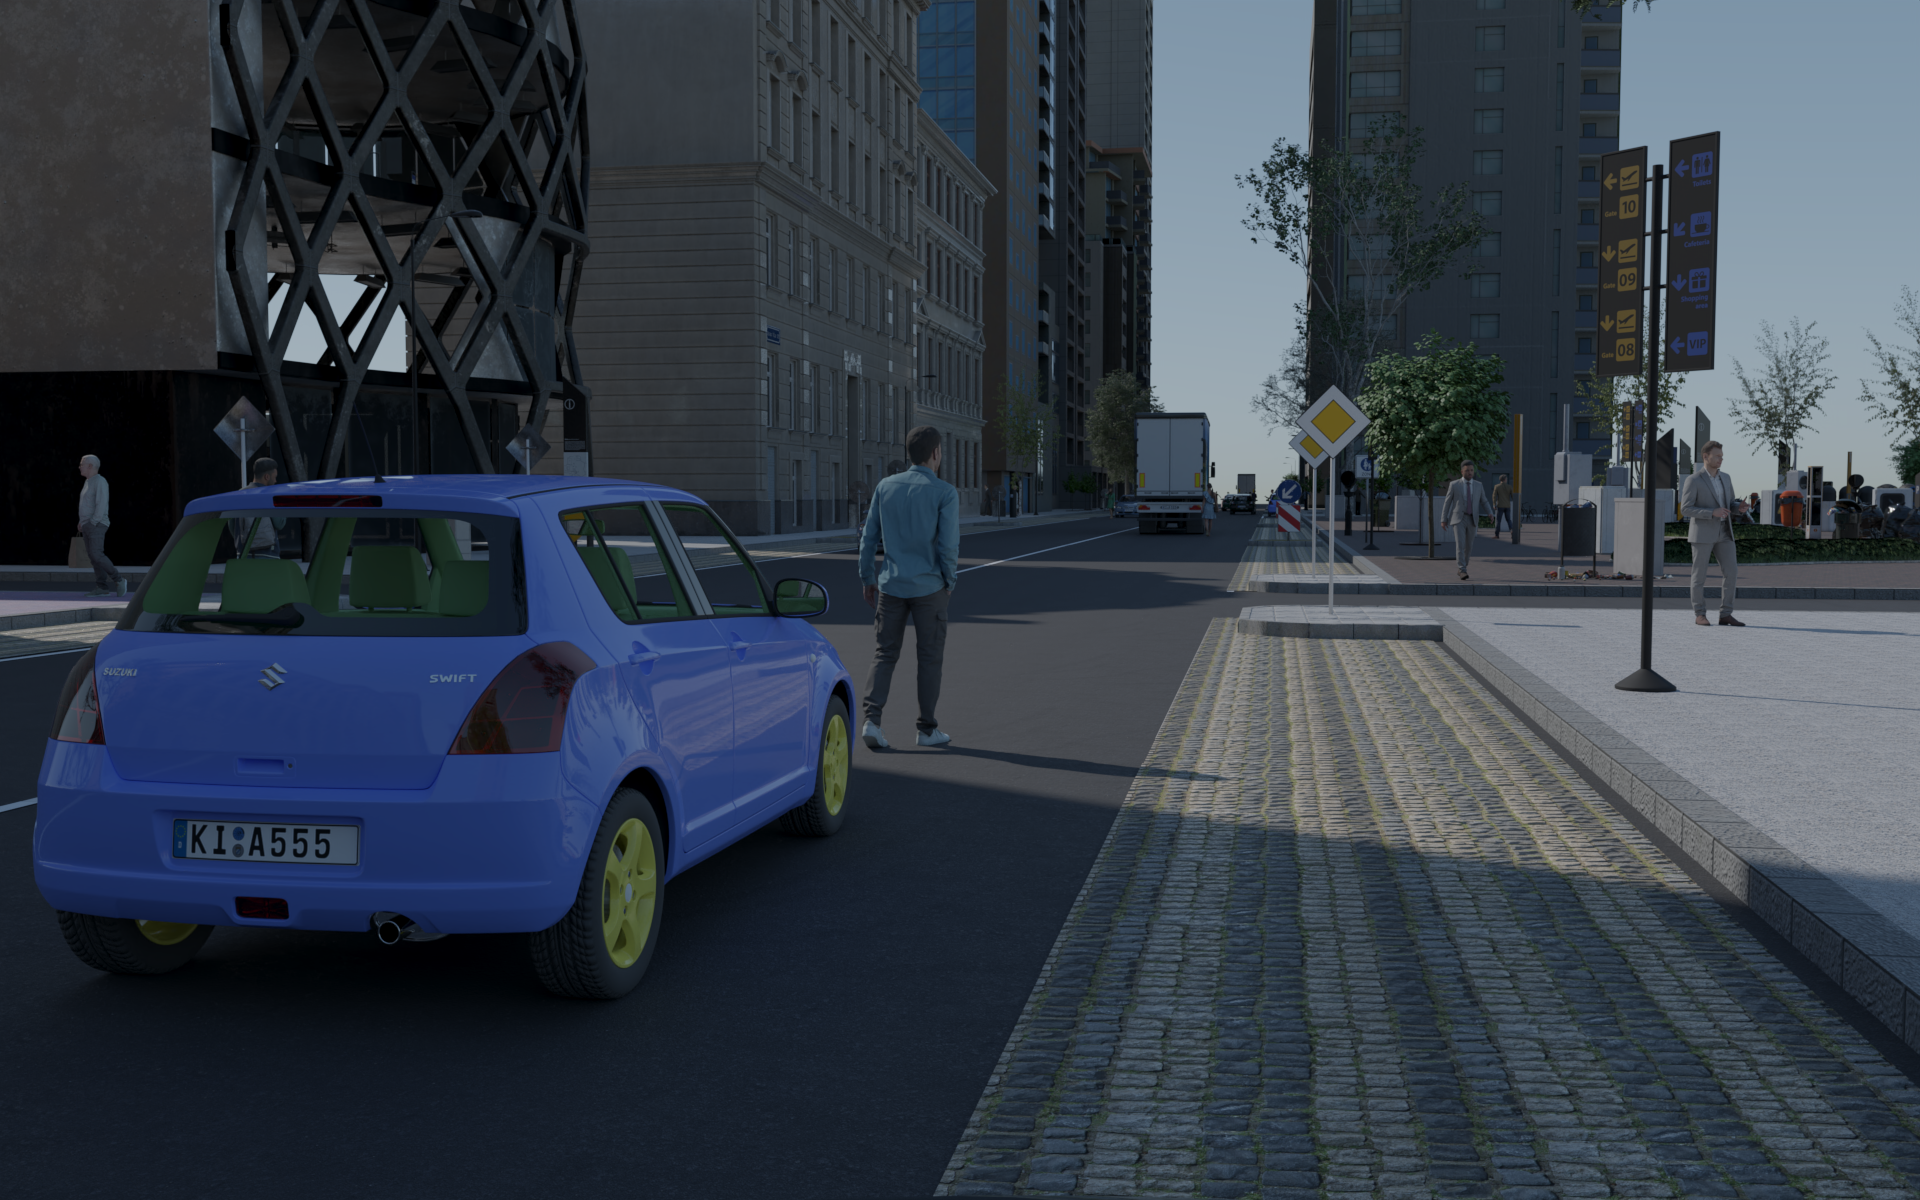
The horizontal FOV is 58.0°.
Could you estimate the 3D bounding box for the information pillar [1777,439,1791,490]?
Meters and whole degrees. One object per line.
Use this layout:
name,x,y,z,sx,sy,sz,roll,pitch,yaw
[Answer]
information pillar,34.875,-5.015,73.352,0.504,3.616,0.183,1,4,14

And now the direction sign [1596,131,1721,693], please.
direction sign,4.502,-1.179,11.268,0.379,3.537,0.876,-2,4,-31

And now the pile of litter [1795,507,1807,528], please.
pile of litter,31.805,-3.110,64.813,1.719,0.858,1.176,3,5,44

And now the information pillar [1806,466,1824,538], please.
information pillar,22.407,-2.503,45.415,0.304,2.012,0.304,1,4,9

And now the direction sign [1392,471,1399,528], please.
direction sign,16.738,-4.541,66.244,0.876,3.537,0.379,-2,4,-28

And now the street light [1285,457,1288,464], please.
street light,33.859,-12.387,175.069,1.470,5.913,1.316,1,4,10

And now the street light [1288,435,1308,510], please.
street light,26.596,-9.971,135.560,1.470,5.913,1.316,1,4,10

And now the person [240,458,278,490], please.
person,-6.775,-0.480,16.702,0.623,1.781,0.721,0,4,2

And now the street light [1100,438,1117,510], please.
street light,12.317,-10.470,143.732,1.470,5.913,1.316,1,4,10

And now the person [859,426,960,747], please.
person,-0.312,-0.080,9.836,0.660,1.820,0.620,1,4,22

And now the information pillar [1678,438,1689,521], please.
information pillar,30.444,-4.982,72.818,0.504,3.616,0.183,0,4,-8

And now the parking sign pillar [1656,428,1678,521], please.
parking sign pillar,28.907,-5.073,71.416,1.447,3.967,1.447,-2,4,-28

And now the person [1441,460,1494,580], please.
person,7.589,-1.203,25.981,0.678,1.792,0.850,0,4,-2

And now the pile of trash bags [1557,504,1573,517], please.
pile of trash bags,33.668,-5.226,95.204,1.912,1.369,3.447,2,4,24

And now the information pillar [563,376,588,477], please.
information pillar,-7.637,-2.631,34.376,0.504,3.616,0.183,0,4,7

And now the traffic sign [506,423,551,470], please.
traffic sign,-7.103,-1.609,28.495,0.795,2.593,0.064,1,4,10

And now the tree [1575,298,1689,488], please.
tree,25.500,-7.022,65.179,4.737,8.622,4.395,0,3,0

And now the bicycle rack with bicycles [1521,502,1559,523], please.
bicycle rack with bicycles,26.245,-3.962,78.166,2.852,0.926,2.925,3,5,44

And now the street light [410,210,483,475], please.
street light,-8.490,-3.427,28.567,1.470,5.913,1.316,1,4,10

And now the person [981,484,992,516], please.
person,1.549,-5.772,100.190,0.755,1.850,0.659,0,4,3

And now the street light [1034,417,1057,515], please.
street light,5.107,-8.035,103.911,1.470,5.913,1.316,1,4,10

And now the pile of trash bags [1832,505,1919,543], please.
pile of trash bags,22.582,-2.083,43.804,3.447,1.369,1.912,1,4,21

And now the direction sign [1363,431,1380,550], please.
direction sign,9.488,-2.926,39.839,0.379,3.537,0.876,0,4,1

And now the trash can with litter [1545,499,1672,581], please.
trash can with litter,9.798,-0.928,26.230,2.233,1.210,1.678,0,4,-2

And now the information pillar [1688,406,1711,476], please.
information pillar,19.713,-3.346,46.065,0.504,3.616,0.183,-2,4,-24

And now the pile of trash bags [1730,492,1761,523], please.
pile of trash bags,25.149,-2.796,55.468,3.447,1.369,1.912,2,4,32

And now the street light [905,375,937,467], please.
street light,-1.585,-5.808,67.494,1.470,5.913,1.316,1,4,10

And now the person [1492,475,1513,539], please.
person,15.618,-2.670,49.615,0.656,1.842,0.836,-2,4,-26

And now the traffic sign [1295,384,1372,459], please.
traffic sign,3.966,-0.989,18.367,0.795,2.593,0.064,1,4,10

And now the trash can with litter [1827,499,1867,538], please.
trash can with litter,20.528,-1.744,39.894,1.055,1.170,0.624,-2,4,-35

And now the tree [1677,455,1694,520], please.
tree,35.699,-5.510,84.698,1.663,3.219,1.824,0,3,0

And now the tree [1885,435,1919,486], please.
tree,47.736,-6.246,85.837,4.285,4.588,4.351,0,3,0

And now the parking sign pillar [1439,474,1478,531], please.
parking sign pillar,17.114,-4.350,59.592,1.447,3.967,1.447,-2,4,-32

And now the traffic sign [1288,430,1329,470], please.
traffic sign,5.386,-1.470,26.226,0.795,2.593,0.064,1,4,10

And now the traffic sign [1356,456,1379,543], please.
traffic sign,10.710,-2.658,45.589,0.606,2.300,0.079,1,4,11

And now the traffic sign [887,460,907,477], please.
traffic sign,-2.345,-3.928,64.329,0.768,2.556,0.104,1,4,13

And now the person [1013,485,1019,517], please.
person,3.090,-5.649,98.763,0.624,1.780,0.694,0,4,-7

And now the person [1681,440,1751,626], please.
person,7.361,-0.648,16.833,0.606,1.804,0.583,-1,4,-21

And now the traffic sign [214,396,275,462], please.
traffic sign,-8.523,-1.128,20.637,0.795,2.593,0.064,1,4,10

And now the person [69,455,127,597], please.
person,-10.818,-0.927,21.691,0.515,1.767,0.782,-3,5,-44

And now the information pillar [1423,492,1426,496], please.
information pillar,15.139,-3.980,56.425,0.183,3.616,0.504,1,4,11
